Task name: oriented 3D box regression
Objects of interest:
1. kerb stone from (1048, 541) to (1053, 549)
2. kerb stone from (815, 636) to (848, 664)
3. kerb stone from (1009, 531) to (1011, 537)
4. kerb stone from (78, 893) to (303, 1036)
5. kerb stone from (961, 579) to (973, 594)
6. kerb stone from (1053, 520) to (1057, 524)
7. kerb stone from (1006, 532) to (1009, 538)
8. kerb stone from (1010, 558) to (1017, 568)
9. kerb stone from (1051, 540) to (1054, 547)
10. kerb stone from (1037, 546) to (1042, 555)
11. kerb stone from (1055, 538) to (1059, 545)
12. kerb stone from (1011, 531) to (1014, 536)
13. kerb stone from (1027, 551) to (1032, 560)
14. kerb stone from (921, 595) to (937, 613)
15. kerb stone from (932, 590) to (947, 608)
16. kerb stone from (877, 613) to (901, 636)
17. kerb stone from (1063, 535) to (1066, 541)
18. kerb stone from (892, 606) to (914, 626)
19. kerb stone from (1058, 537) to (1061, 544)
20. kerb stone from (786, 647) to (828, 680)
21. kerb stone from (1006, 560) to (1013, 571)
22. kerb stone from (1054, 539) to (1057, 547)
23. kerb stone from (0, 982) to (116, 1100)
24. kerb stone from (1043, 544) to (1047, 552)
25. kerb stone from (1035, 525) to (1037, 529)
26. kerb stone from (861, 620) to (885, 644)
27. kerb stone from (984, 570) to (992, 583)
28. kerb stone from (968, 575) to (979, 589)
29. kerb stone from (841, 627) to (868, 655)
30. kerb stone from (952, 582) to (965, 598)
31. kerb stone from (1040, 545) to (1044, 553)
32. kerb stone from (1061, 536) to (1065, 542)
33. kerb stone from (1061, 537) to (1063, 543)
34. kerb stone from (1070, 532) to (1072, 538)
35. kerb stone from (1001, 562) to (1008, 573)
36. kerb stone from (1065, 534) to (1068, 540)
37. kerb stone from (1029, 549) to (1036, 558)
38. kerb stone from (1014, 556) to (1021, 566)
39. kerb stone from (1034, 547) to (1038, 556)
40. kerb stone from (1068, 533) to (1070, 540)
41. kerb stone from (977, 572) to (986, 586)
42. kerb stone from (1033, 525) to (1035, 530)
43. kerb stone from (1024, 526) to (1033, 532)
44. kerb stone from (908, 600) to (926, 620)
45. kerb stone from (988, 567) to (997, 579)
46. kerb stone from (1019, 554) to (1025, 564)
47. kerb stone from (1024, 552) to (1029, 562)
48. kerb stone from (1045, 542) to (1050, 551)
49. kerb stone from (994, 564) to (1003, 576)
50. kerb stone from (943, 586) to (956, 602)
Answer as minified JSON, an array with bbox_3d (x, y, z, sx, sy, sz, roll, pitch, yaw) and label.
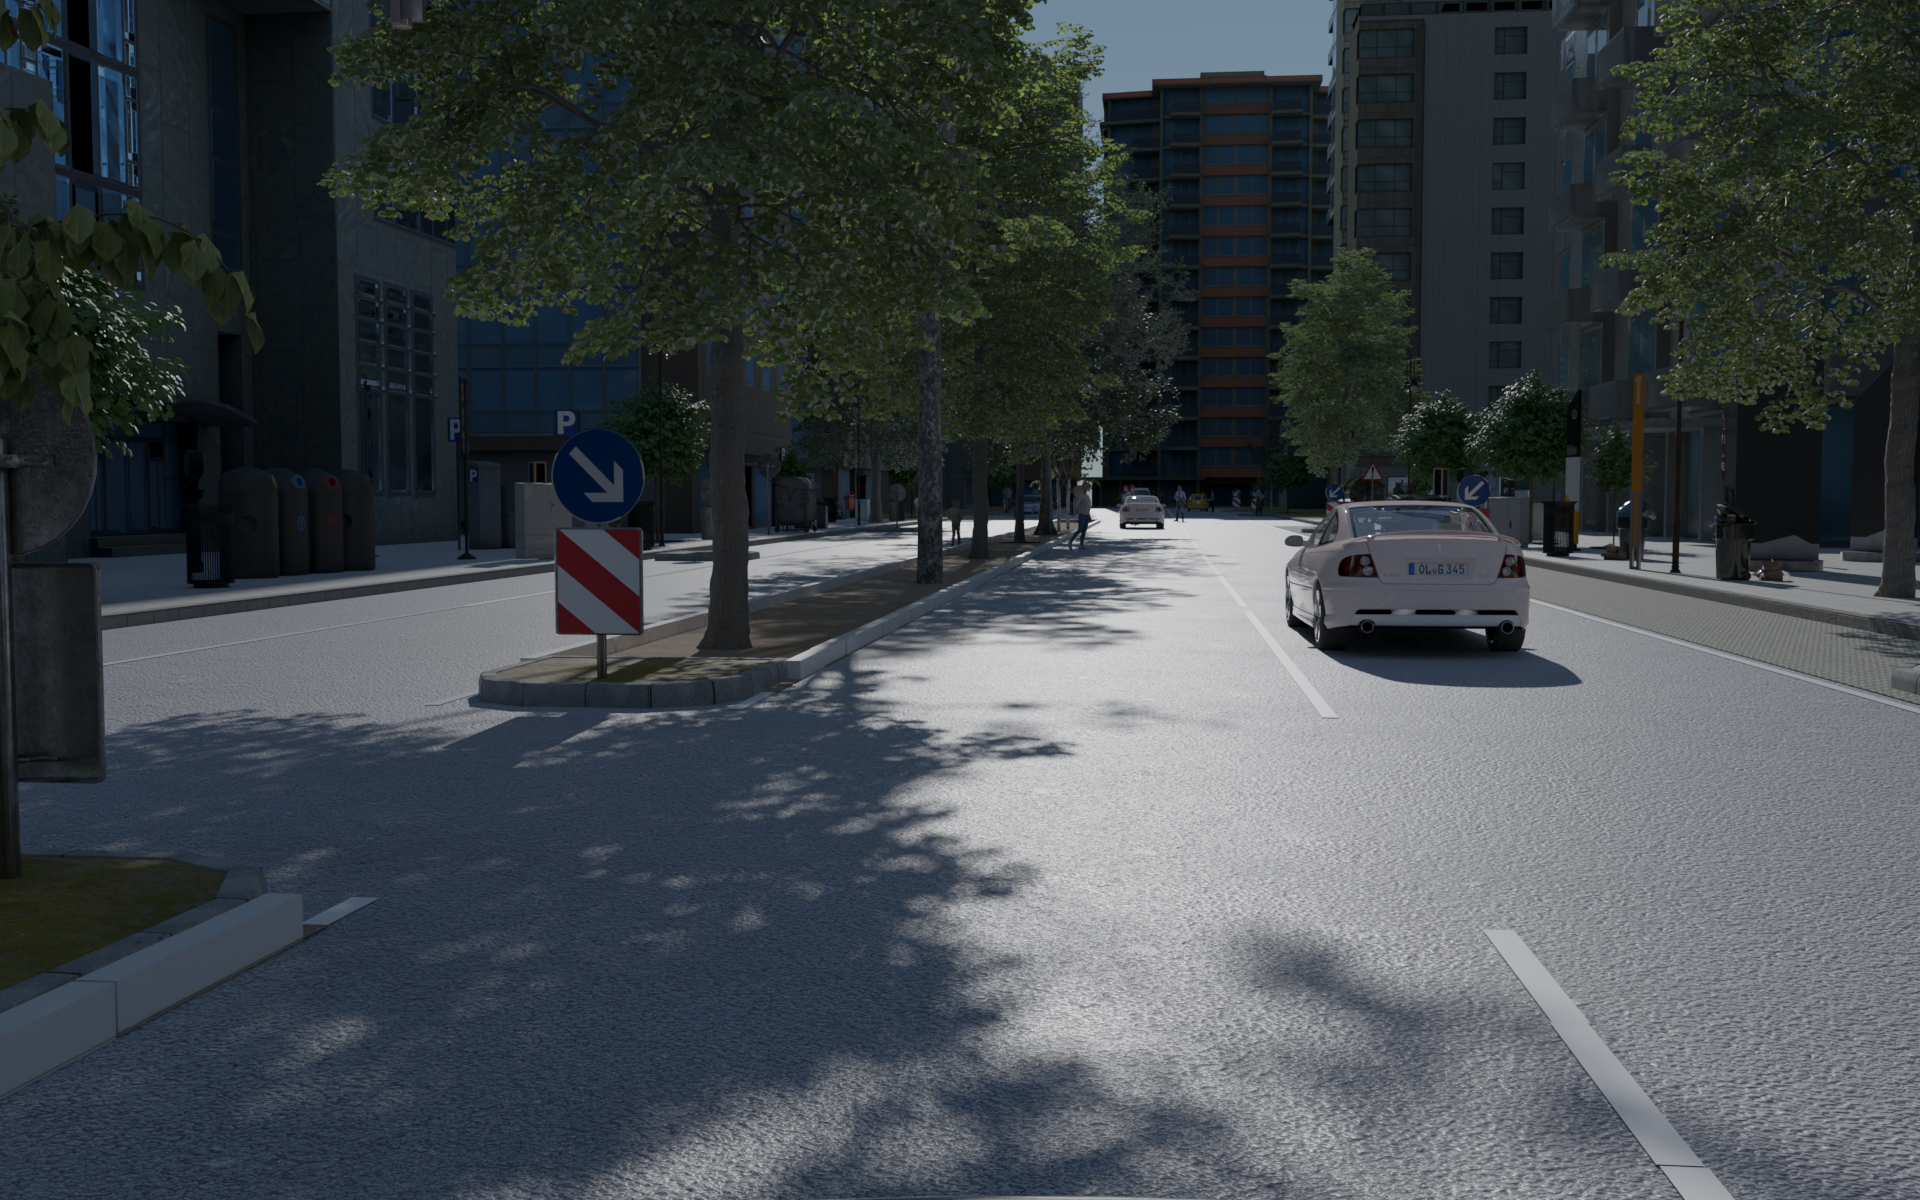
[{"bbox_3d":[2.218,-1.356,44.358,0.120,0.150,1.000,0,4,6],"label":"kerb stone"},{"bbox_3d":[-1.128,0.449,14.849,0.120,0.150,1.000,0,4,6],"label":"kerb stone"},{"bbox_3d":[1.505,-2.120,56.851,0.120,0.150,1.000,0,4,6],"label":"kerb stone"},{"bbox_3d":[-2.227,1.049,5.075,0.120,0.150,1.000,0,4,6],"label":"kerb stone"},{"bbox_3d":[0.036,-0.173,25.025,0.120,0.150,1.000,0,4,6],"label":"kerb stone"},{"bbox_3d":[4.825,-3.924,86.378,0.120,0.150,1.000,0,4,6],"label":"kerb stone"},{"bbox_3d":[1.386,-2.050,55.836,0.120,0.150,1.000,0,4,6],"label":"kerb stone"},{"bbox_3d":[0.943,-0.662,33.155,0.120,0.150,1.000,0,4,6],"label":"kerb stone"},{"bbox_3d":[2.320,-1.418,45.376,0.120,0.150,1.000,0,4,6],"label":"kerb stone"},{"bbox_3d":[1.747,-1.096,40.285,0.120,0.150,1.000,0,4,6],"label":"kerb stone"},{"bbox_3d":[2.558,-1.543,47.416,0.120,0.150,1.000,0,4,6],"label":"kerb stone"},{"bbox_3d":[1.610,-2.179,57.868,0.120,0.150,1.000,0,4,6],"label":"kerb stone"},{"bbox_3d":[1.405,-0.915,37.223,0.120,0.150,1.000,0,4,6],"label":"kerb stone"},{"bbox_3d":[-0.432,0.075,20.963,0.120,0.150,1.000,0,4,6],"label":"kerb stone"},{"bbox_3d":[-0.313,0.013,21.978,0.120,0.150,1.000,0,4,6],"label":"kerb stone"},{"bbox_3d":[-0.771,0.266,17.907,0.120,0.150,1.000,0,4,6],"label":"kerb stone"},{"bbox_3d":[2.999,-1.792,51.489,0.120,0.150,1.000,0,4,6],"label":"kerb stone"},{"bbox_3d":[-0.664,0.201,18.932,0.120,0.150,1.000,0,4,6],"label":"kerb stone"},{"bbox_3d":[2.668,-1.604,48.435,0.120,0.150,1.000,0,4,6],"label":"kerb stone"},{"bbox_3d":[-1.230,0.512,13.831,0.120,0.150,1.000,0,4,6],"label":"kerb stone"},{"bbox_3d":[0.836,-0.608,32.138,0.120,0.150,1.000,0,4,6],"label":"kerb stone"},{"bbox_3d":[2.437,-1.475,46.401,0.120,0.150,1.000,0,4,6],"label":"kerb stone"},{"bbox_3d":[-2.333,1.109,4.058,0.120,0.150,1.000,0,4,6],"label":"kerb stone"},{"bbox_3d":[1.980,-1.228,42.322,0.120,0.150,1.000,0,4,6],"label":"kerb stone"},{"bbox_3d":[2.878,-2.867,69.078,0.120,0.150,1.000,0,4,6],"label":"kerb stone"},{"bbox_3d":[-0.892,0.327,16.881,0.120,0.150,1.000,0,4,6],"label":"kerb stone"},{"bbox_3d":[0.372,-0.355,28.074,0.120,0.150,1.000,0,4,6],"label":"kerb stone"},{"bbox_3d":[0.145,-0.232,26.042,0.120,0.150,1.000,0,4,6],"label":"kerb stone"},{"bbox_3d":[-1.007,0.389,15.864,0.120,0.150,1.000,0,4,6],"label":"kerb stone"},{"bbox_3d":[-0.087,-0.109,24.011,0.120,0.150,1.000,0,4,6],"label":"kerb stone"},{"bbox_3d":[1.860,-1.169,41.305,0.120,0.150,1.000,0,4,6],"label":"kerb stone"},{"bbox_3d":[2.892,-1.729,50.472,0.120,0.150,1.000,0,4,6],"label":"kerb stone"},{"bbox_3d":[2.780,-1.665,49.456,0.120,0.150,1.000,0,4,6],"label":"kerb stone"},{"bbox_3d":[3.354,-1.978,54.543,0.120,0.150,1.000,0,4,6],"label":"kerb stone"},{"bbox_3d":[0.711,-0.544,31.122,0.120,0.150,1.000,0,4,6],"label":"kerb stone"},{"bbox_3d":[3.120,-1.853,52.508,0.120,0.150,1.000,0,4,6],"label":"kerb stone"},{"bbox_3d":[1.518,-0.981,38.241,0.120,0.150,1.000,0,4,6],"label":"kerb stone"},{"bbox_3d":[1.060,-0.732,34.170,0.120,0.150,1.000,0,4,6],"label":"kerb stone"},{"bbox_3d":[1.620,-1.044,39.261,0.120,0.150,1.000,0,4,6],"label":"kerb stone"},{"bbox_3d":[3.235,-1.915,53.526,0.120,0.150,1.000,0,4,6],"label":"kerb stone"},{"bbox_3d":[0.255,-0.297,27.058,0.120,0.150,1.000,0,4,6],"label":"kerb stone"},{"bbox_3d":[2.769,-2.805,68.059,0.120,0.150,1.000,0,4,6],"label":"kerb stone"},{"bbox_3d":[2.648,-2.743,67.042,0.120,0.150,1.000,0,4,6],"label":"kerb stone"},{"bbox_3d":[-0.541,0.138,19.947,0.120,0.150,1.000,0,4,6],"label":"kerb stone"},{"bbox_3d":[0.478,-0.413,29.091,0.120,0.150,1.000,0,4,6],"label":"kerb stone"},{"bbox_3d":[1.174,-0.795,35.192,0.120,0.150,1.000,0,4,6],"label":"kerb stone"},{"bbox_3d":[1.286,-0.854,36.208,0.120,0.150,1.000,0,4,6],"label":"kerb stone"},{"bbox_3d":[2.097,-1.293,43.339,0.120,0.150,1.000,0,4,6],"label":"kerb stone"},{"bbox_3d":[0.591,-0.484,30.106,0.120,0.150,1.000,0,4,6],"label":"kerb stone"},{"bbox_3d":[-0.205,-0.049,22.995,0.120,0.150,1.000,0,4,6],"label":"kerb stone"}]
